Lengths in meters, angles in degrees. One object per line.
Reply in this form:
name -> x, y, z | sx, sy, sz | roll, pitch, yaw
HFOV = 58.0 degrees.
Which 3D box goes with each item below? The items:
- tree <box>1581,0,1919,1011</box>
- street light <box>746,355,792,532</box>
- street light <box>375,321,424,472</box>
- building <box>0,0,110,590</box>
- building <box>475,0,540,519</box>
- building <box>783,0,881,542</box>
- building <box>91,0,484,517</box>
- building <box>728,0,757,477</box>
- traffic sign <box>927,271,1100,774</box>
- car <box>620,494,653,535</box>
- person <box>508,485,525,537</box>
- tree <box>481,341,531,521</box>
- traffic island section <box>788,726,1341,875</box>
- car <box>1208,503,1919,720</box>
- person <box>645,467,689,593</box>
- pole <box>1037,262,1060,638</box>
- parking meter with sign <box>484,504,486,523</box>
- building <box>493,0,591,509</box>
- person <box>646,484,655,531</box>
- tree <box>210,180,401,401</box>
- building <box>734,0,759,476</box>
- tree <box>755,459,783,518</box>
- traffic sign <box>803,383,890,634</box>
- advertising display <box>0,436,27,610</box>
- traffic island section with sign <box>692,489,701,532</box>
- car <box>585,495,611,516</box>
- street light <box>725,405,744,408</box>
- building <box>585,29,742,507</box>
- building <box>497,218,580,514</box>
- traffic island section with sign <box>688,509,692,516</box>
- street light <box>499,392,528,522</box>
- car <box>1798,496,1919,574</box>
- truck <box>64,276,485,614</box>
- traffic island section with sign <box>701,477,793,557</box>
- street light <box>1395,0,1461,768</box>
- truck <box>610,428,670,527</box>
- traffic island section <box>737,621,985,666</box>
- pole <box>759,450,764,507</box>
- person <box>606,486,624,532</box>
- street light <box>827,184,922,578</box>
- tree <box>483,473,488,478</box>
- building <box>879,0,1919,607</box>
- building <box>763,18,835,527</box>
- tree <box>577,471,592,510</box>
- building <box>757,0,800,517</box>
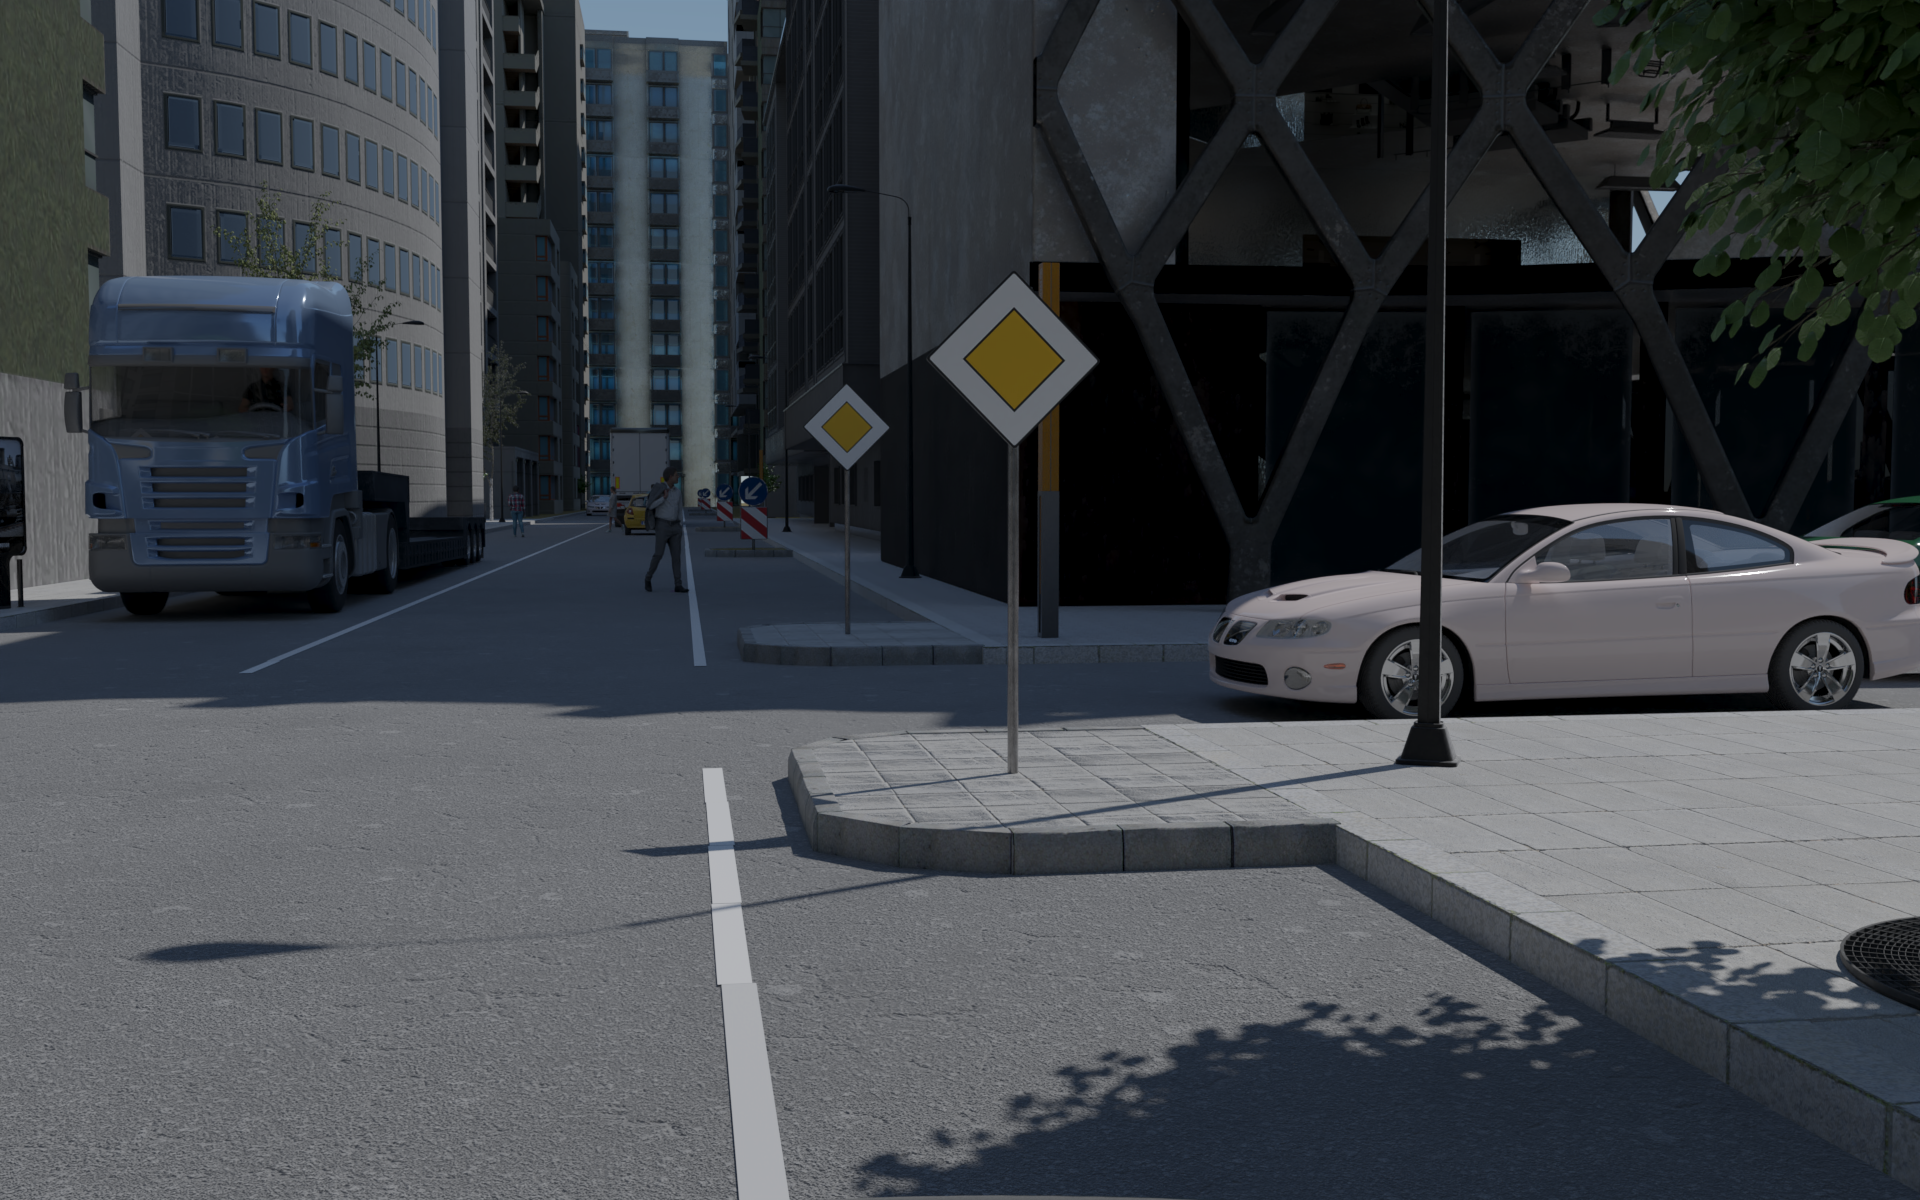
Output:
tree -> 3.139, -1.264, 4.380 | 4.285, 4.588, 4.351 | 0, 3, 0
street light -> -6.379, -5.240, 58.215 | 1.470, 5.913, 1.316 | -1, 4, -9
street light -> -15.026, -4.518, 46.410 | 1.470, 5.913, 1.316 | -1, 4, -9
building -> -19.251, -15.115, 18.834 | 14.160, 30.474, 14.107 | -1, 4, -9
building -> -34.565, -40.202, 95.557 | 20.563, 71.187, 20.611 | -1, 4, -9
building -> 2.758, -15.621, 48.918 | 14.314, 27.812, 24.014 | -1, 4, -9
building -> -28.556, -31.503, 57.066 | 21.231, 58.520, 28.212 | -1, 4, -9
building -> -6.538, -34.493, 153.194 | 28.713, 52.752, 27.495 | -1, 4, -9
traffic sign -> 0.240, -0.260, 7.901 | 0.795, 2.450, 0.064 | -1, 4, -9
car -> -11.093, -3.151, 61.745 | 2.015, 1.641, 3.980 | -1, 4, -10
person -> -14.728, -2.949, 57.560 | 0.563, 1.720, 0.643 | -1, 4, -18
tree -> -22.612, -8.080, 82.475 | 4.360, 8.622, 3.978 | 0, 3, 0
traffic island section -> 0.262, 0.875, 7.981 | 2.009, 0.180, 2.903 | -1, 4, -9
car -> 4.072, 0.037, 11.761 | 4.827, 1.381, 2.083 | -1, 4, -11
person -> -4.314, -1.020, 25.280 | 0.850, 1.850, 0.679 | 3, 4, 38
pole -> 0.788, -1.319, 15.406 | 0.158, 3.312, 0.155 | 0, 3, 0
parking meter with sign -> -22.064, -5.021, 78.357 | 1.738, 3.016, 0.543 | 3, 5, 42
building -> -43.869, -32.279, 151.456 | 21.600, 48.544, 21.300 | -1, 4, -9
person -> -11.904, -3.563, 66.769 | 0.660, 1.820, 0.620 | 0, 4, 3
tree -> -15.838, -5.584, 41.658 | 4.737, 8.622, 4.395 | 0, 3, 0
building -> -4.763, -28.723, 124.251 | 22.147, 44.769, 28.867 | -1, 4, -9
tree -> -10.420, -6.033, 93.240 | 1.663, 3.219, 1.824 | 0, 3, 0
traffic sign -> -1.030, -0.743, 15.784 | 0.795, 2.450, 0.064 | -1, 4, -9
advertising display -> -10.704, -0.854, 19.181 | 0.123, 1.923, 0.974 | 0, 4, 6
traffic island section with sign -> -9.204, -3.556, 66.775 | 1.989, 1.847, 2.006 | -1, 4, -9
car -> -23.884, -6.294, 115.264 | 2.083, 1.381, 4.827 | -1, 4, -10
street light -> -11.516, -7.195, 90.177 | 1.470, 5.913, 1.316 | -1, 4, -9
building -> -37.482, -34.375, 181.642 | 30.456, 49.044, 23.786 | -1, 4, -9
building -> -41.672, -16.894, 121.253 | 27.650, 21.520, 28.899 | -1, 4, -9
traffic island section with sign -> -17.192, -6.587, 116.330 | 1.989, 1.847, 2.006 | -1, 4, -9
street light -> -20.248, -6.482, 78.525 | 1.470, 5.913, 1.316 | -1, 4, -9
car -> 8.821, -0.151, 14.264 | 4.920, 1.459, 2.131 | -1, 4, -11
truck -> -9.830, -2.316, 27.618 | 2.967, 4.110, 18.799 | -1, 4, -9
traffic island section with sign -> -4.925, -1.929, 40.160 | 1.989, 1.847, 2.006 | -1, 4, -9
street light -> 1.707, -2.171, 8.034 | 1.470, 5.913, 1.316 | -1, 4, -9
truck -> -14.433, -5.497, 78.782 | 2.839, 4.237, 11.283 | -1, 4, -9
traffic island section -> -1.008, 0.392, 15.865 | 2.009, 0.180, 2.903 | -1, 4, -9
pole -> -9.159, -5.270, 80.007 | 0.158, 3.312, 0.155 | 0, 3, 0
person -> -12.984, -3.412, 65.040 | 0.466, 1.731, 0.760 | 3, 5, 42
street light -> -1.297, -3.285, 26.244 | 1.470, 5.913, 1.316 | -1, 4, -9
tree -> -21.570, -4.941, 75.383 | 1.663, 3.219, 1.824 | 0, 3, 0
building -> 8.069, -9.666, 25.494 | 16.811, 18.784, 16.820 | -1, 4, -9
building -> -0.748, -15.708, 75.894 | 14.314, 24.678, 30.058 | -1, 4, -9
tree -> -30.839, -8.937, 140.726 | 1.663, 3.219, 1.824 | 0, 3, 0
building -> -4.961, -20.248, 102.749 | 14.160, 30.474, 14.107 | -1, 4, -9
